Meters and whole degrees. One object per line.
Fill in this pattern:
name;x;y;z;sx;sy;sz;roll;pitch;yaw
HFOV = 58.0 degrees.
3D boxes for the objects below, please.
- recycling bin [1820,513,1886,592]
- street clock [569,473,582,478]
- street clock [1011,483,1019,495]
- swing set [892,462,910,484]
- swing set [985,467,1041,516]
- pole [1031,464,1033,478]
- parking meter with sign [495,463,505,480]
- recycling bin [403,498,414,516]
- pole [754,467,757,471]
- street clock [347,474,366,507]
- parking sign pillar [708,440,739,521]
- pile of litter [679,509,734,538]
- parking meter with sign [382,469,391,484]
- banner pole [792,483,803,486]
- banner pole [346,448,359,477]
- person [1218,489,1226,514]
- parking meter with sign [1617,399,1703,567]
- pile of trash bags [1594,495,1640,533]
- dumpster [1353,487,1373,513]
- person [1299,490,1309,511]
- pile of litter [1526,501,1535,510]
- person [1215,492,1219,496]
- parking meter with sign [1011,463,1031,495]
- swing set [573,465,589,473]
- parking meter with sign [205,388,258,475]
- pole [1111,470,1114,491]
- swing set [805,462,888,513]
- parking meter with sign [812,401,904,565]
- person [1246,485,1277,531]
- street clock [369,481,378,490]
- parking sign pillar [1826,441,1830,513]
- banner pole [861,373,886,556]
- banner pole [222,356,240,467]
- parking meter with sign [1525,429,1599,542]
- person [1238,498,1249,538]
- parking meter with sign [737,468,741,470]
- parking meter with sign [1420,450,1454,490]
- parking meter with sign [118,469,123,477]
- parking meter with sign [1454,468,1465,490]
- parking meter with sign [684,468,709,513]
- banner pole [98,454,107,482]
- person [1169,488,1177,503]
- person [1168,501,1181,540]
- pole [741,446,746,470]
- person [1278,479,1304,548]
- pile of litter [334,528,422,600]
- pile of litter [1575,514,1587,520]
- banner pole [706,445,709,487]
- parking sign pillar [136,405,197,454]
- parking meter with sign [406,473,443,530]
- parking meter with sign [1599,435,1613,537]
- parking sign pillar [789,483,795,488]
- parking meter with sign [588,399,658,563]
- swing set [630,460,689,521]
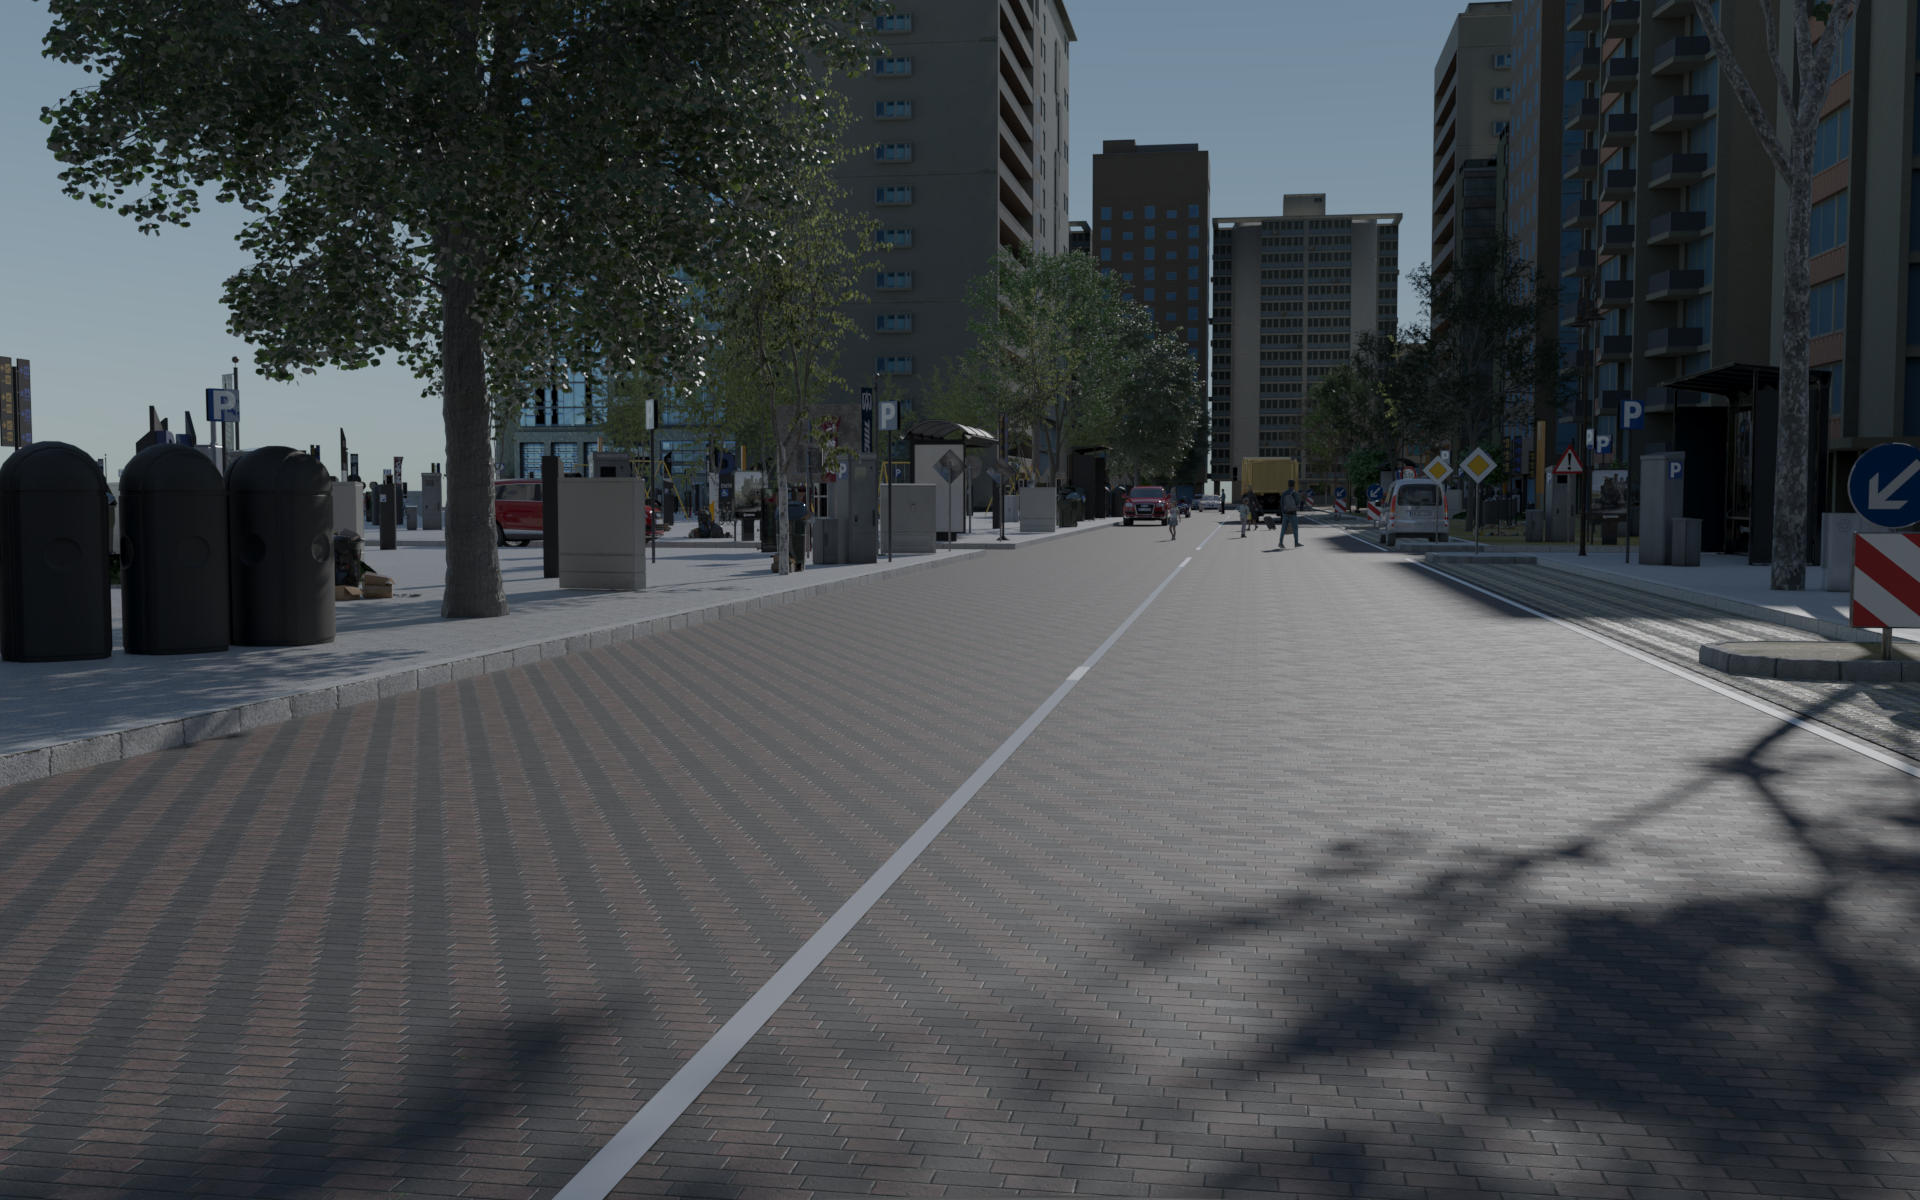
recycling bin;11.817;-0.631;22.870;0.722;1.027;0.722;1;4;18
street clock;-12.958;-3.297;58.471;0.358;2.002;0.471;2;4;26
street clock;3.727;-6.890;117.215;0.471;2.002;0.358;-3;4;-37
swing set;-2.495;-5.305;84.359;3.119;2.851;2.862;1;4;16
swing set;3.345;-6.385;102.014;2.862;2.851;3.119;-2;4;-30
pole;4.797;-7.444;115.553;0.158;3.312;0.155;0;3;0
parking meter with sign;-25.862;-6.197;97.577;0.543;3.016;1.738;-1;4;-18
recycling bin;-33.181;-5.576;103.723;0.722;1.027;0.722;2;4;34
pole;-14.597;-7.953;123.866;0.158;3.312;0.155;0;3;0
street clock;-22.042;-3.576;63.040;0.471;2.002;0.358;1;4;8
parking sign pillar;-11.193;-5.709;81.806;1.447;3.967;1.447;-2;4;-28
pile of litter;-7.420;-2.237;50.544;1.719;0.858;1.176;1;4;22
parking meter with sign;-40.506;-7.704;122.222;0.543;3.016;1.738;-2;4;-26
banner pole;-8.907;-6.365;94.088;0.863;3.779;0.401;1;4;21
banner pole;-32.996;-6.358;93.972;0.863;3.779;0.401;-3;5;-44
person;18.727;-7.035;123.513;0.705;1.826;1.348;2;4;26
parking meter with sign;12.660;-2.141;31.267;0.543;3.016;1.738;-1;4;-20
pile of trash bags;21.846;-2.810;55.698;1.912;1.369;3.447;-3;5;-42
dumpster;26.969;-6.904;115.378;1.502;2.255;1.985;1;4;10
person;28.338;-8.170;142.610;0.750;1.759;0.617;-1;4;-14
pile of litter;33.936;-5.407;102.370;1.176;0.858;1.719;0;4;0
person;28.963;-11.361;195.176;0.541;1.710;0.530;1;4;11
parking meter with sign;3.633;-6.082;95.700;0.543;3.016;1.738;-3;5;-42
swing set;-18.872;-5.754;91.697;3.119;2.851;2.862;0;4;6
parking meter with sign;-11.542;-1.954;28.208;1.738;3.016;0.543;3;4;38
pole;10.655;-7.771;120.892;0.158;3.312;0.155;0;3;0
swing set;-4.676;-3.846;60.509;3.119;2.851;2.862;2;4;29
parking meter with sign;-1.932;-2.185;31.992;1.738;3.016;0.543;-3;5;-42
person;11.778;-3.638;68.196;1.509;1.804;0.699;-1;4;-19
street clock;-33.389;-5.756;98.681;0.471;2.002;0.358;1;4;21
parking sign pillar;25.636;-3.874;51.814;1.447;3.967;1.447;2;4;35
banner pole;-1.841;-2.803;35.838;0.401;3.779;0.863;2;4;27
banner pole;-13.309;-2.549;31.698;0.401;3.779;0.863;-3;5;-44
parking meter with sign;16.043;-3.061;46.303;1.738;3.016;0.543;0;4;-8
person;9.355;-2.705;57.006;0.425;1.301;0.394;2;4;31
parking meter with sign;-14.942;-7.307;115.733;0.543;3.016;1.738;-1;4;-14
parking meter with sign;18.629;-4.431;68.704;1.738;3.016;0.543;-2;4;-27
parking meter with sign;-58.952;-7.617;120.799;0.543;3.016;1.738;1;4;11
parking meter with sign;32.831;-7.302;115.649;1.738;3.016;0.543;-2;4;-27
parking meter with sign;-17.441;-7.292;115.490;1.738;3.016;0.543;1;4;9
banner pole;-53.307;-7.203;107.786;0.401;3.779;0.863;1;4;19
person;12.402;-5.672;101.417;0.728;1.800;0.709;-2;4;-33
person;6.697;-2.459;53.719;0.382;1.210;0.505;-3;4;-39
pole;-9.138;-4.851;73.153;0.158;3.312;0.155;0;3;0
person;8.663;-2.268;45.568;0.713;1.824;0.794;-2;4;-25
pile of litter;-7.491;-0.450;21.325;1.719;0.858;1.176;-1;4;-17
pile of litter;31.279;-4.412;86.101;1.719;0.858;1.176;-1;4;-15
banner pole;-11.181;-5.342;77.358;0.401;3.779;0.863;1;4;15
parking sign pillar;-24.556;-3.970;53.388;1.447;3.967;1.447;-1;4;-11
parking meter with sign;-18.890;-4.015;61.904;1.738;3.016;0.543;-1;4;-13
parking meter with sign;19.713;-3.395;51.767;1.738;3.016;0.543;-2;4;-35
parking sign pillar;-11.482;-8.239;123.186;1.447;3.967;1.447;-2;4;-33
parking meter with sign;-6.432;-2.167;31.690;1.738;3.016;0.543;-2;4;-25
swing set;-14.594;-5.110;81.170;2.862;2.851;3.119;1;4;20
